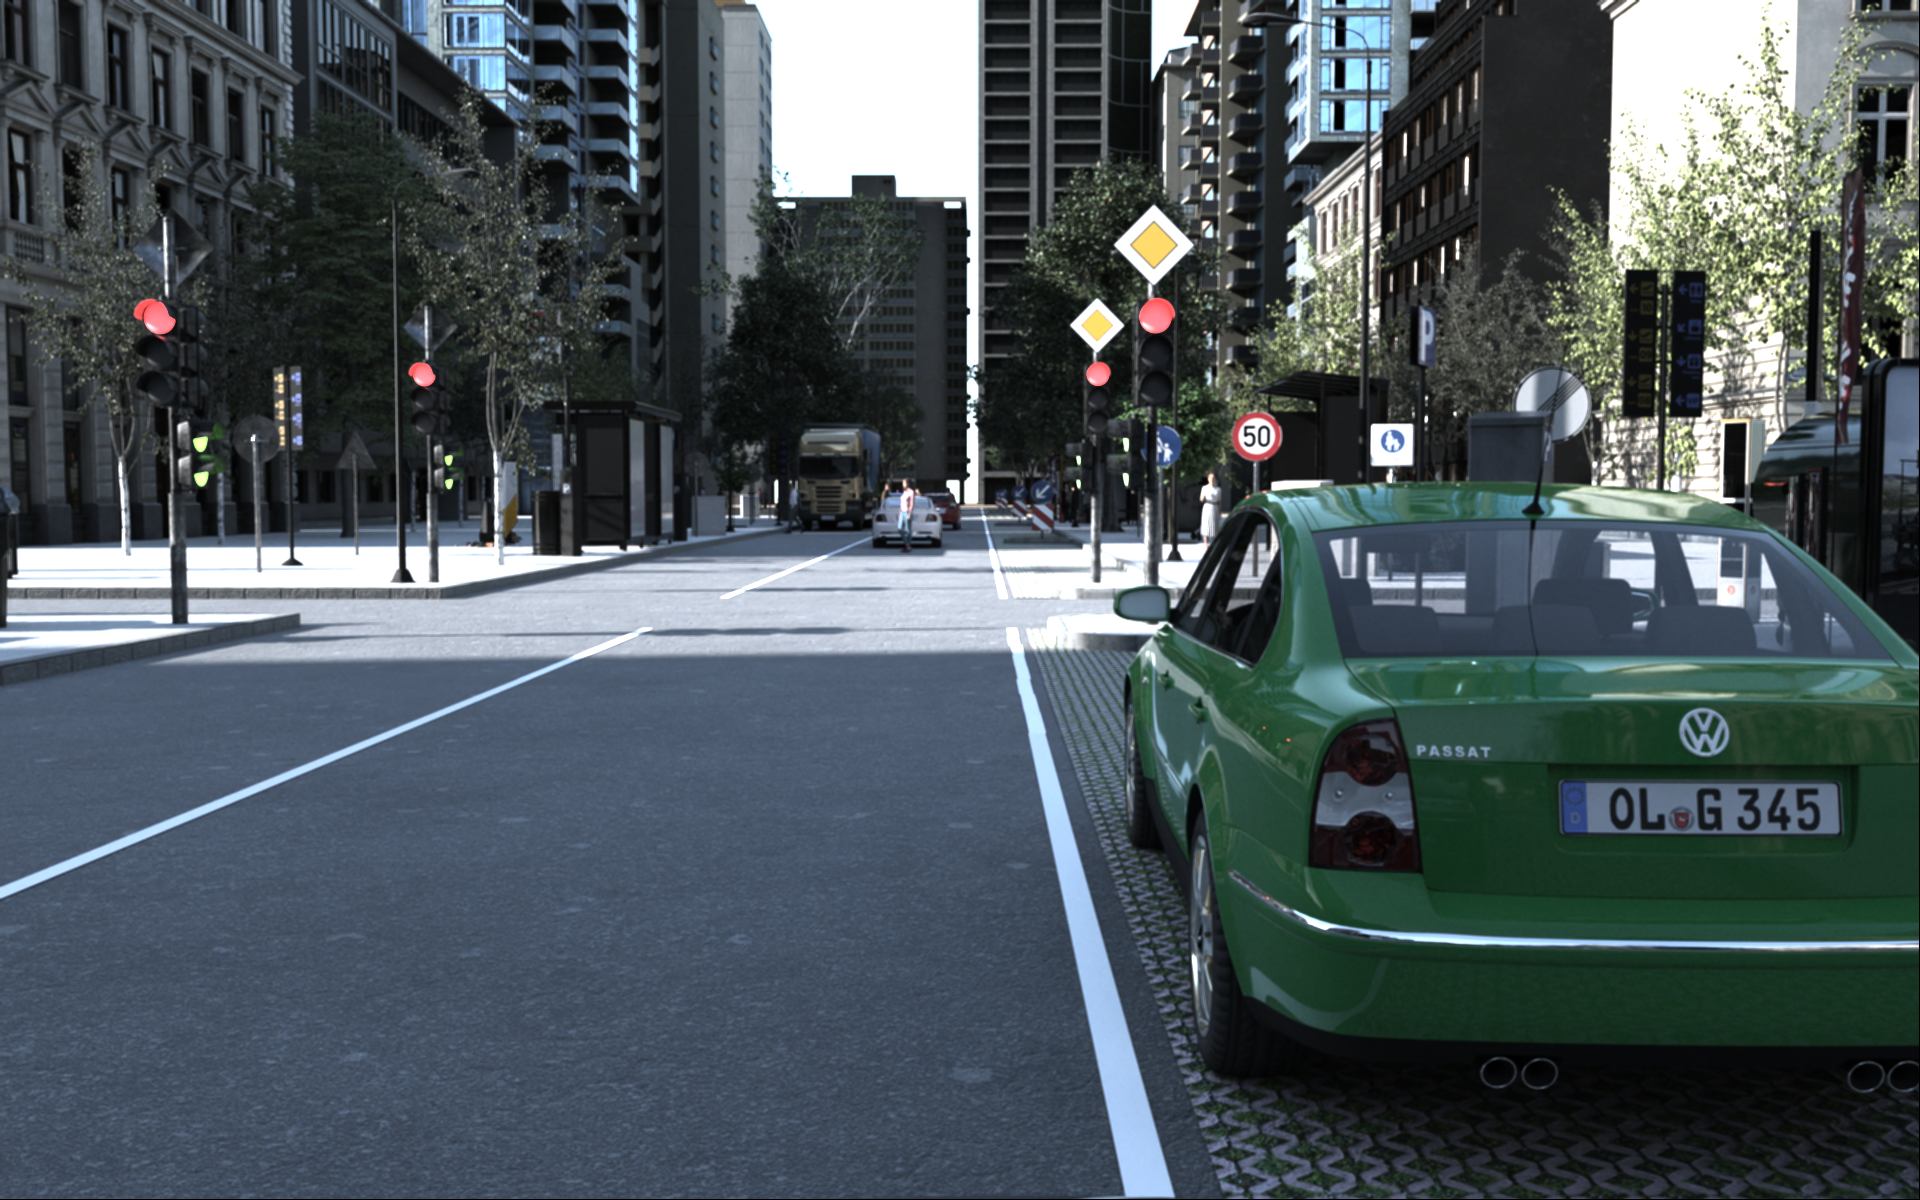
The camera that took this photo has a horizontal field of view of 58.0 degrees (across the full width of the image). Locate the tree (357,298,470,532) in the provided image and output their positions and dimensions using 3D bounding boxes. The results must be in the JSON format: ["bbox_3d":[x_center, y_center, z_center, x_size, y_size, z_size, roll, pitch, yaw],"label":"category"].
[{"bbox_3d":[-18.455,-6.591,58.124,4.737,8.622,4.395,0,3,0],"label":"tree"}]

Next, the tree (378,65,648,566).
[{"bbox_3d":[-8.014,-4.922,30.833,4.360,8.622,3.978,0,3,0],"label":"tree"}]

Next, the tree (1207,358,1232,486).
[{"bbox_3d":[13.342,-7.488,72.791,4.737,8.622,4.395,0,3,0],"label":"tree"}]

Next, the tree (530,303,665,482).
[{"bbox_3d":[-14.267,-7.016,65.073,4.737,8.622,4.395,0,3,0],"label":"tree"}]

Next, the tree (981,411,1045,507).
[{"bbox_3d":[5.932,-15.257,175.203,9.928,11.665,9.643,0,3,0],"label":"tree"}]

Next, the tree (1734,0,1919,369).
[{"bbox_3d":[12.946,-4.653,26.439,4.737,8.622,4.395,0,3,0],"label":"tree"}]

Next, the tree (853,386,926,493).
[{"bbox_3d":[-7.065,-14.439,161.832,9.928,11.665,9.643,0,3,0],"label":"tree"}]

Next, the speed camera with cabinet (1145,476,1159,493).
[{"bbox_3d":[8.722,-4.883,74.175,0.660,3.252,2.038,-2,4,-29],"label":"speed camera with cabinet"}]

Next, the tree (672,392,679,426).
[{"bbox_3d":[-16.573,-8.459,88.662,4.737,8.622,4.395,0,3,0],"label":"tree"}]

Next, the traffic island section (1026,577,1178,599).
[{"bbox_3d":[1.984,-0.168,25.034,2.009,0.180,2.903,0,4,1],"label":"traffic island section"}]

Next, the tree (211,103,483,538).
[{"bbox_3d":[-17.658,-8.122,50.919,7.486,12.596,7.792,0,3,0],"label":"tree"}]

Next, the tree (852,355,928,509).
[{"bbox_3d":[-7.645,-14.727,151.152,12.009,13.543,11.850,0,3,0],"label":"tree"}]

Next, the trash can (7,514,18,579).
[{"bbox_3d":[-14.595,-0.888,26.172,0.748,1.137,0.748,0,3,0],"label":"trash can"}]

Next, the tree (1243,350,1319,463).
[{"bbox_3d":[16.319,-8.332,86.586,4.360,8.622,3.978,0,3,0],"label":"tree"}]

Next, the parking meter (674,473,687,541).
[{"bbox_3d":[-7.662,-2.537,47.188,0.399,1.863,0.255,1,4,21],"label":"parking meter"}]

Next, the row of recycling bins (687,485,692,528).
[{"bbox_3d":[-10.710,-3.586,65.748,1.069,1.692,3.534,0,4,-4],"label":"row of recycling bins"}]

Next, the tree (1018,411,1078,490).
[{"bbox_3d":[5.054,-8.851,95.081,4.737,8.622,4.395,0,3,0],"label":"tree"}]

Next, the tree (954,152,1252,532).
[{"bbox_3d":[5.034,-8.636,58.200,9.611,12.733,9.660,0,3,0],"label":"tree"}]

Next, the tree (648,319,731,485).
[{"bbox_3d":[-11.660,-7.447,72.123,4.360,8.622,3.978,0,3,0],"label":"tree"}]

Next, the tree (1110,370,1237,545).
[{"bbox_3d":[5.499,-3.722,44.571,4.285,4.588,4.351,0,3,0],"label":"tree"}]

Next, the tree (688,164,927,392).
[{"bbox_3d":[-8.944,-14.996,101.067,12.611,20.169,13.585,0,3,0],"label":"tree"}]

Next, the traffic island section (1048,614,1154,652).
[{"bbox_3d":[1.901,0.320,17.049,2.009,0.180,2.903,0,4,1],"label":"traffic island section"}]

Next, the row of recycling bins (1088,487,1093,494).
[{"bbox_3d":[7.348,-4.811,85.775,3.534,1.692,1.069,3,5,43],"label":"row of recycling bins"}]

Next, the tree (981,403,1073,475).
[{"bbox_3d":[5.583,-11.133,116.442,8.767,10.594,7.601,0,4,-2],"label":"tree"}]

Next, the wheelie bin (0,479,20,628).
[{"bbox_3d":[-9.474,-0.528,16.549,0.693,1.594,0.980,3,5,39],"label":"wheelie bin"}]

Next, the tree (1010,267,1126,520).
[{"bbox_3d":[5.674,-10.079,82.916,7.486,12.596,7.792,0,3,0],"label":"tree"}]

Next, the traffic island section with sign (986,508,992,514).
[{"bbox_3d":[3.062,-7.241,127.018,1.989,1.847,2.006,0,4,1],"label":"traffic island section with sign"}]

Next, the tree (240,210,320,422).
[{"bbox_3d":[-18.551,-5.716,43.811,4.360,8.622,3.978,0,3,0],"label":"tree"}]

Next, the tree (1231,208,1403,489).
[{"bbox_3d":[9.622,-5.817,45.476,4.737,8.622,4.395,0,3,0],"label":"tree"}]

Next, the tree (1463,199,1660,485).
[{"bbox_3d":[15.458,-5.633,42.469,4.360,8.622,3.978,0,3,0],"label":"tree"}]

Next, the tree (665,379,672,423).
[{"bbox_3d":[-16.474,-7.863,78.926,4.737,8.622,4.395,0,3,0],"label":"tree"}]

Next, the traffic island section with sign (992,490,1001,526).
[{"bbox_3d":[2.544,-4.209,77.450,1.989,1.847,2.006,0,4,1],"label":"traffic island section with sign"}]

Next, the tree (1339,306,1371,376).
[{"bbox_3d":[16.292,-7.049,65.614,4.360,8.622,3.978,0,3,0],"label":"tree"}]

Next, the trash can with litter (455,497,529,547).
[{"bbox_3d":[-11.538,-1.922,42.484,1.678,1.210,2.233,-1,4,-21],"label":"trash can with litter"}]

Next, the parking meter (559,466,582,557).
[{"bbox_3d":[-8.015,-1.831,35.645,0.399,1.863,0.255,2,4,30],"label":"parking meter"}]

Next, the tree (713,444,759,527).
[{"bbox_3d":[-8.844,-4.439,67.174,1.663,3.219,1.824,0,3,0],"label":"tree"}]

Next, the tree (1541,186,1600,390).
[{"bbox_3d":[13.113,-4.993,32.002,4.737,8.622,4.395,0,3,0],"label":"tree"}]

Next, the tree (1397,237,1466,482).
[{"bbox_3d":[14.798,-6.029,48.934,4.360,8.622,3.978,0,3,0],"label":"tree"}]

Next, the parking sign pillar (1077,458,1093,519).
[{"bbox_3d":[6.676,-6.263,90.879,1.447,3.967,1.447,-1,4,-11],"label":"parking sign pillar"}]

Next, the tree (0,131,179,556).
[{"bbox_3d":[-17.197,-5.202,35.423,4.360,8.622,3.978,0,3,0],"label":"tree"}]

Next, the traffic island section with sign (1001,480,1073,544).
[{"bbox_3d":[2.259,-2.540,50.156,1.989,1.847,2.006,0,4,1],"label":"traffic island section with sign"}]

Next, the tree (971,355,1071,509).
[{"bbox_3d":[5.918,-15.357,161.450,12.009,13.543,11.850,0,3,0],"label":"tree"}]

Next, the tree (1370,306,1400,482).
[{"bbox_3d":[15.909,-6.573,57.833,4.360,8.622,3.978,0,3,0],"label":"tree"}]

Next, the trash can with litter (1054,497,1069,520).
[{"bbox_3d":[4.925,-4.466,84.406,1.055,1.170,0.624,0,4,1],"label":"trash can with litter"}]

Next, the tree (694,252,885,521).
[{"bbox_3d":[-8.222,-10.114,82.368,9.611,12.733,9.660,0,3,0],"label":"tree"}]

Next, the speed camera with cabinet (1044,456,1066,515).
[{"bbox_3d":[4.876,-5.867,90.264,0.660,3.252,2.038,2,4,27],"label":"speed camera with cabinet"}]
